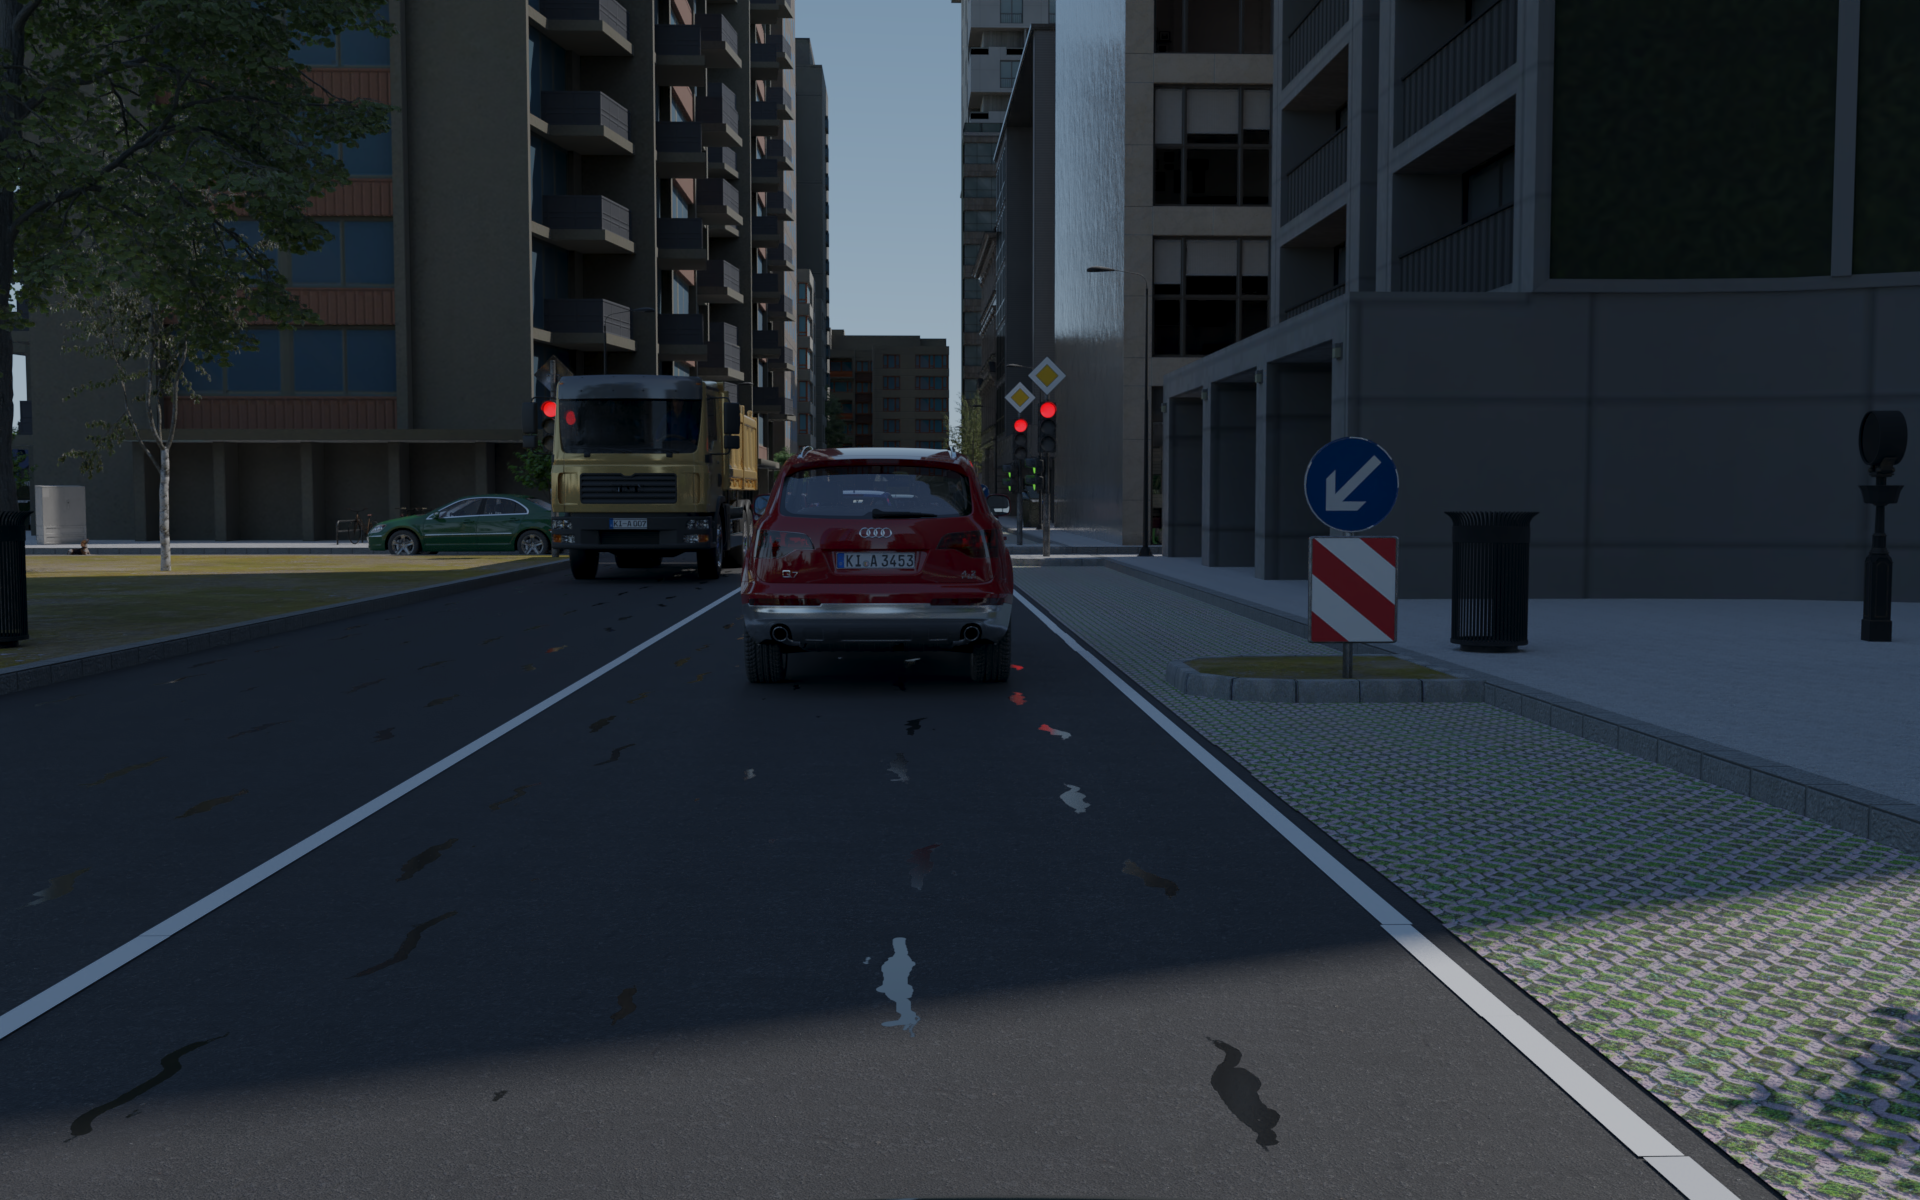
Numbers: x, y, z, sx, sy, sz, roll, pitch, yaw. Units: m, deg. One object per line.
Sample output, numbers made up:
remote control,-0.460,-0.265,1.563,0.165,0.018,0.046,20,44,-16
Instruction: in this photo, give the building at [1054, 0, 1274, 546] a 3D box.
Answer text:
building,20.706,-15.167,52.494,34.151,26.468,19.350,0,4,-2

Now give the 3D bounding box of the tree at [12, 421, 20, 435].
tree,-40.784,-5.608,75.410,4.285,4.588,4.351,0,3,0

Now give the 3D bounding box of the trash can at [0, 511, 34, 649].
trash can,-8.145,-0.173,14.479,0.748,1.137,0.748,0,3,0

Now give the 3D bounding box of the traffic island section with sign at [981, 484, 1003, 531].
traffic island section with sign,0.673,-3.655,68.395,1.989,1.847,2.006,0,4,-2

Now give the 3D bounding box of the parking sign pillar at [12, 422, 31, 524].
parking sign pillar,-34.477,-4.630,64.165,1.447,3.967,1.447,2,4,27

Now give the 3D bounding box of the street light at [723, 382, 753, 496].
street light,-9.308,-6.092,72.151,1.470,5.913,1.316,0,4,-2

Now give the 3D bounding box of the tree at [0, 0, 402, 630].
tree,-8.930,-6.017,16.502,7.486,12.596,7.792,0,3,0

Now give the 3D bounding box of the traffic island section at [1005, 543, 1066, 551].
traffic island section,1.521,-1.299,43.526,2.009,0.180,2.903,0,4,-2

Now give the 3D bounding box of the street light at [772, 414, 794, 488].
street light,-10.315,-7.834,100.625,1.470,5.913,1.316,0,4,-2

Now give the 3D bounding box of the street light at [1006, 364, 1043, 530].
street light,2.346,-5.481,62.151,1.470,5.913,1.316,0,4,-2

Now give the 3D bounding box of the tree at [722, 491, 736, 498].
tree,-10.646,-5.230,80.109,1.663,3.219,1.824,0,3,0

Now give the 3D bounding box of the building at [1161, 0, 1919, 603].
building,14.740,-35.815,23.821,20.563,71.187,20.611,0,4,-2

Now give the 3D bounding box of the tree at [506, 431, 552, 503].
tree,-9.948,-2.895,41.935,1.663,3.219,1.824,0,3,0

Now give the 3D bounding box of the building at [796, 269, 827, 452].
building,-25.830,-18.479,147.178,27.650,21.520,28.899,0,4,-2

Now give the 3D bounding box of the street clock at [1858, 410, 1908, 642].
street clock,7.999,-0.642,15.061,0.358,2.002,0.471,0,4,6

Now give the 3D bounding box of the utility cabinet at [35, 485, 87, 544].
utility cabinet,-22.848,-2.162,44.034,0.318,1.500,1.173,2,4,28

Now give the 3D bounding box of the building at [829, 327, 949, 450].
building,-16.151,-22.659,215.507,28.899,21.520,27.650,0,4,-2

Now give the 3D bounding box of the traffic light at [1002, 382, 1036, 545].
traffic light,1.480,-3.333,43.410,0.839,4.253,0.868,0,4,-2

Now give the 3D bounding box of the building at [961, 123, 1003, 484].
building,7.039,-22.410,138.111,14.160,30.474,14.107,0,4,-2

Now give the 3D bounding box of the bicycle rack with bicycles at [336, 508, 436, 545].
bicycle rack with bicycles,-14.655,-1.911,44.632,2.852,0.926,2.925,0,4,2

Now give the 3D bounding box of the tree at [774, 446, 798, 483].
tree,-11.777,-8.146,116.902,4.285,4.588,4.351,0,3,0

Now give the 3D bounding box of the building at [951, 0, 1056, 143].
building,13.936,-34.857,159.151,28.713,52.752,27.495,0,4,-2

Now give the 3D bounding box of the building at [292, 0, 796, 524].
building,-20.789,-27.028,96.526,22.147,44.769,28.867,0,4,-2

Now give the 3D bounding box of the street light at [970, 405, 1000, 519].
street light,1.344,-7.203,90.311,1.470,5.913,1.316,0,4,-2

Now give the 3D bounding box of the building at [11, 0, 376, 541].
building,-19.261,-24.735,59.043,22.147,44.769,28.867,0,4,-2

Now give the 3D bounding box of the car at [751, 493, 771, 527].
car,-5.542,-2.802,54.846,2.155,1.783,4.494,0,4,0

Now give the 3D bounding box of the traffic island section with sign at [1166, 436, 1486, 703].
traffic island section with sign,2.576,-0.252,12.746,1.989,1.847,2.006,0,4,-2

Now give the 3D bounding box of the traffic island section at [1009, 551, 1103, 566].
traffic island section,1.795,-0.811,35.545,2.009,0.180,2.903,0,4,-2

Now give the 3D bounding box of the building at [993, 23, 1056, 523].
building,9.515,-16.234,84.488,14.314,24.678,30.058,0,4,-2

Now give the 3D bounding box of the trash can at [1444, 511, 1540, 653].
trash can,4.335,-0.153,14.163,0.748,1.137,0.748,0,3,0

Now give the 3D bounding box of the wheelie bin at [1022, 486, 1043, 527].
wheelie bin,2.745,-3.593,66.657,0.980,1.594,0.693,-2,4,-32

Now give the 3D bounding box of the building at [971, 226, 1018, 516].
building,6.380,-14.958,109.191,10.561,19.102,19.286,0,4,-2

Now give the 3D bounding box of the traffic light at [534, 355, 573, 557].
traffic light,-8.201,-2.823,35.074,0.839,4.253,0.868,0,4,-2

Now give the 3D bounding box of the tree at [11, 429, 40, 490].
tree,-24.353,-2.991,43.508,1.663,3.219,1.824,0,3,0

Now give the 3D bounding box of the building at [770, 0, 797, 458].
building,-19.173,-29.042,124.954,14.600,45.320,14.200,0,4,-2

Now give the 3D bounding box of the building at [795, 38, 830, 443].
building,-24.709,-34.139,181.874,21.600,48.544,21.300,0,4,-2

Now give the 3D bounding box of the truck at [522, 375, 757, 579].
truck,-5.352,-2.164,31.304,3.469,3.379,9.791,0,4,-2

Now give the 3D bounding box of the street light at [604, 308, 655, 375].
street light,-8.298,-4.326,43.275,1.470,5.913,1.316,0,4,-2

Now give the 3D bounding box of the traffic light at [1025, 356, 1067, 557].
traffic light,1.754,-2.845,35.430,0.839,4.253,0.868,0,4,-2

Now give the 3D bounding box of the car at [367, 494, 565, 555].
car,-10.673,-1.634,38.518,4.920,1.459,2.131,0,4,-1

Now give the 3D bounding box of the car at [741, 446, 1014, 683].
car,-0.669,-0.369,14.704,2.281,1.827,5.304,0,4,-2

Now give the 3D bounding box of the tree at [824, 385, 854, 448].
tree,-13.959,-15.267,167.740,7.486,12.596,7.792,0,3,0

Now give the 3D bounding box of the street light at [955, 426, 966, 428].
street light,0.365,-8.926,118.480,1.470,5.913,1.316,0,4,-2

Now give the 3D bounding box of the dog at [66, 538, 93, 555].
dog,-20.338,-1.214,40.045,0.550,0.427,0.748,-3,5,-43

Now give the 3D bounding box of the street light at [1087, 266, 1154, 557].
street light,3.278,-3.849,35.469,1.470,5.913,1.316,0,4,-2

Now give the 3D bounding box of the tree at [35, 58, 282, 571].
tree,-13.391,-4.805,28.932,4.360,8.622,3.978,0,3,0

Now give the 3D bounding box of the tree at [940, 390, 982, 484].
tree,1.634,-10.792,126.808,4.737,8.622,4.395,0,3,0

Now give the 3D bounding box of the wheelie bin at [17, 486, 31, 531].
wheelie bin,-32.958,-3.222,60.587,0.980,1.594,0.693,-3,5,-43
